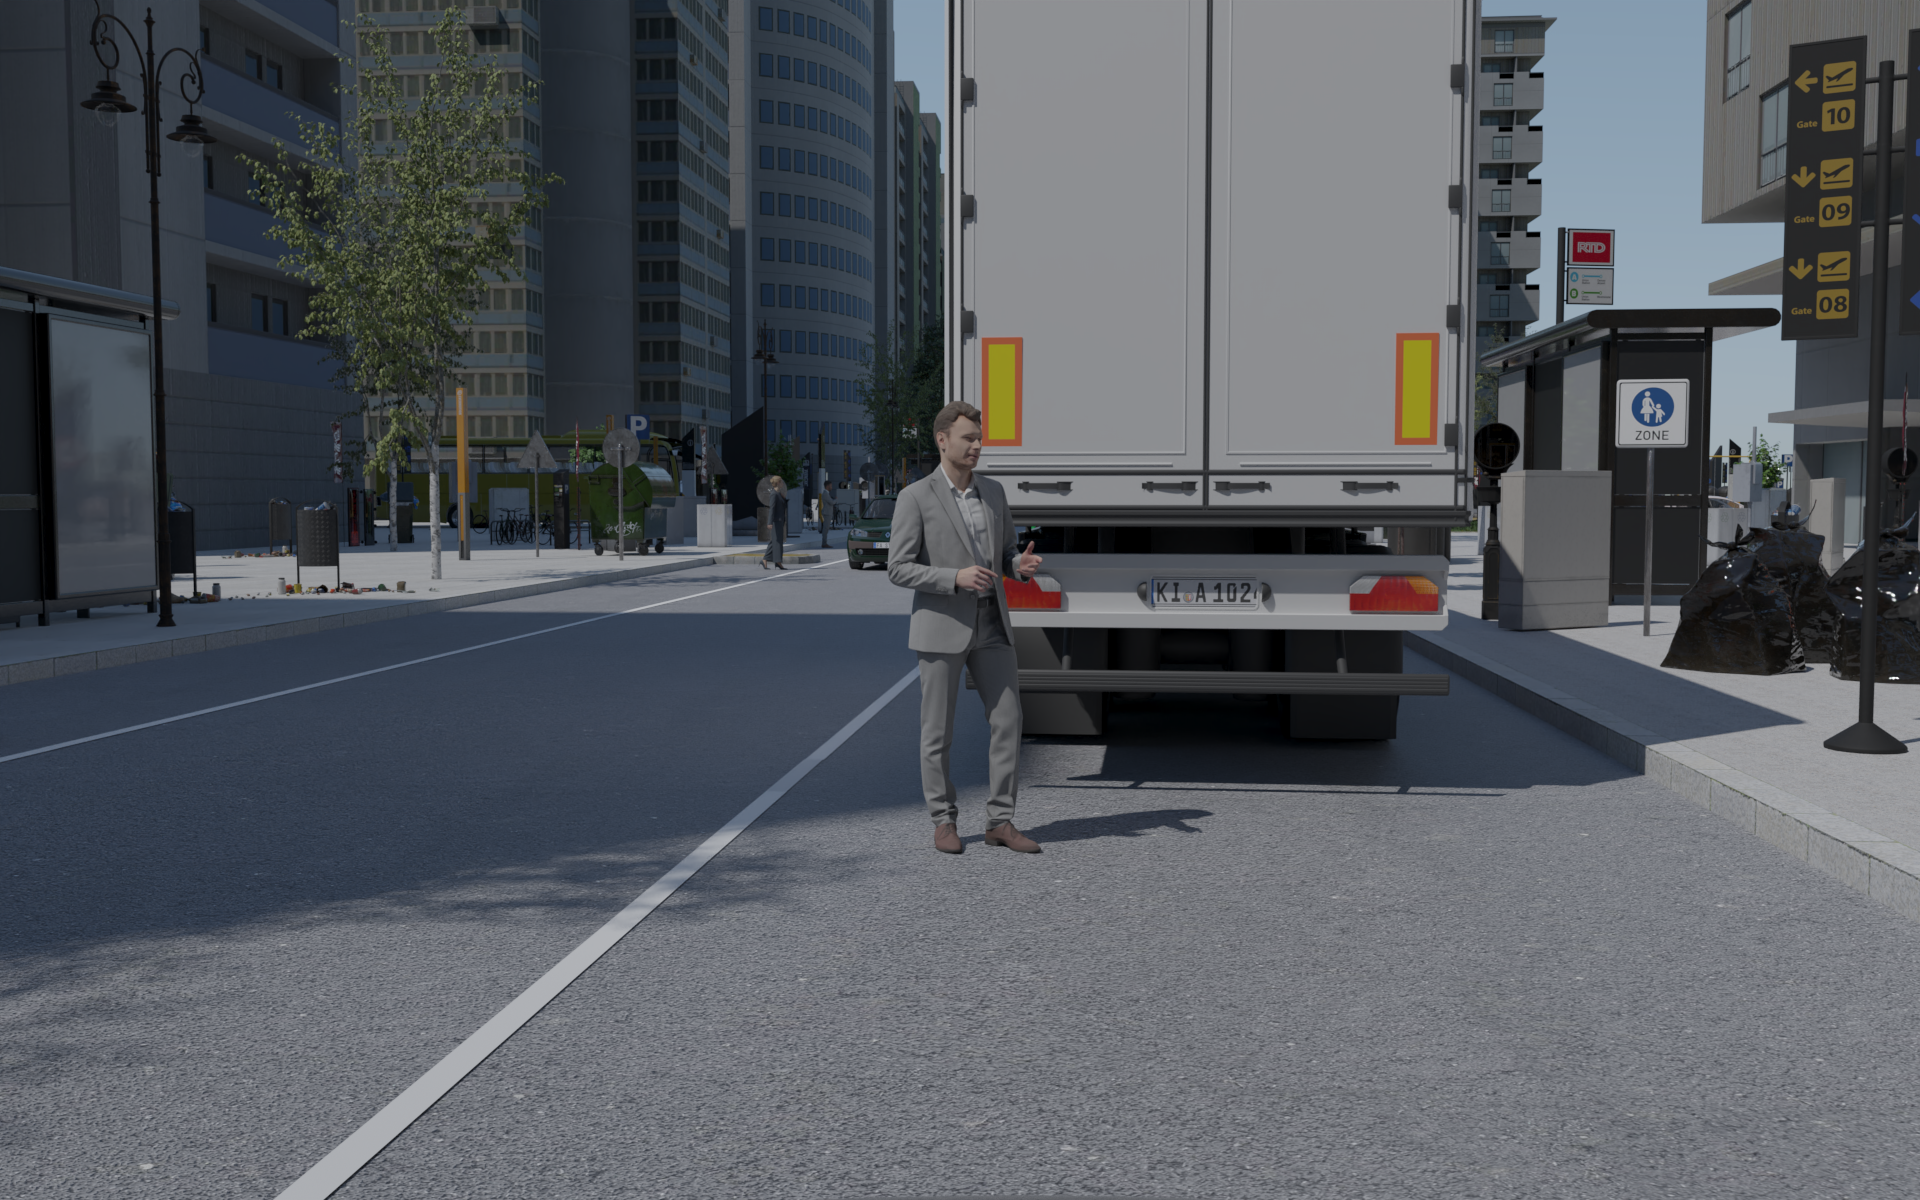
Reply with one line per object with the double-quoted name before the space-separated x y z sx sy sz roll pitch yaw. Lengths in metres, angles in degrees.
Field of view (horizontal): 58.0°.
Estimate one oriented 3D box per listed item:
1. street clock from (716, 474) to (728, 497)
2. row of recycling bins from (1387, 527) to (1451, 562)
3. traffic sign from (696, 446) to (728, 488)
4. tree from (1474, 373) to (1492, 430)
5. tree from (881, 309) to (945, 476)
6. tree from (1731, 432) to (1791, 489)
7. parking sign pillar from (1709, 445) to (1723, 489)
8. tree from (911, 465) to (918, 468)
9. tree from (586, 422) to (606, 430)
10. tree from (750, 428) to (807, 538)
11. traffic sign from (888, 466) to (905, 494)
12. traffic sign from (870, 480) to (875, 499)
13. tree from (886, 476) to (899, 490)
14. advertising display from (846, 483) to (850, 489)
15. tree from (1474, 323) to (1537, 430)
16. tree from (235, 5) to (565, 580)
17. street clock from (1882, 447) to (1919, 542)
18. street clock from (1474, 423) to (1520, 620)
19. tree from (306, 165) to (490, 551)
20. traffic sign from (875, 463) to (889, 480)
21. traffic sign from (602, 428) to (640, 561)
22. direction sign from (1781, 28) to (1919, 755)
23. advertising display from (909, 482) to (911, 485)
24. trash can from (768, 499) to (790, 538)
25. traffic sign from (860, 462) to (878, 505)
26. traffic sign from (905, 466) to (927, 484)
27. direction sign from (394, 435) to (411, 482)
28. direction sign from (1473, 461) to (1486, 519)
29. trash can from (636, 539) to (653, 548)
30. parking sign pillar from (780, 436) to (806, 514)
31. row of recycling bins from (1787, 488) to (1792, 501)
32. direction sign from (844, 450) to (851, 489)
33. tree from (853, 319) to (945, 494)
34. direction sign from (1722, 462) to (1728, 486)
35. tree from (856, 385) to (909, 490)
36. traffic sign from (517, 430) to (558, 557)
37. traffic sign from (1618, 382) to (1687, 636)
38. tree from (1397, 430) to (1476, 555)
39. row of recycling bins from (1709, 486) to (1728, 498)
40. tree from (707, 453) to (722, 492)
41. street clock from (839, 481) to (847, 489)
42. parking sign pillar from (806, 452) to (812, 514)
"street clock" -7.103 -2.881 51.672 0.358 2.002 0.471 -2 4 -25
"row of recycling bins" 8.677 -1.553 32.508 1.069 1.692 3.534 1 4 21
"traffic sign" -6.656 -2.845 46.514 0.884 2.594 0.081 0 4 6
"tree" 25.864 -8.627 91.415 4.737 8.622 4.395 0 3 0
"tree" -0.219 -11.541 105.705 9.611 12.733 9.660 0 3 0
"tree" 25.186 -3.676 54.705 1.663 3.219 1.824 0 3 0
"parking sign pillar" 41.509 -6.544 95.462 1.447 3.967 1.447 -3 5 -44
"tree" -2.697 -9.775 143.531 4.285 4.588 4.351 0 3 0
"tree" -16.338 -5.848 79.326 4.285 4.588 4.351 0 3 0
"tree" -5.368 -3.454 51.078 1.663 3.219 1.824 0 3 0
"traffic sign" -2.979 -4.904 80.178 0.884 2.594 0.081 1 4 11
"traffic sign" -3.970 -4.949 81.030 0.768 2.556 0.104 0 4 7
"tree" -5.087 -7.936 124.357 1.663 3.219 1.824 0 3 0
"advertising display" -6.507 -5.843 100.742 0.123 1.923 0.974 0 4 3
"tree" 23.938 -7.627 75.068 4.360 8.622 3.978 0 3 0
"tree" -8.119 -4.612 25.772 4.737 8.622 4.395 0 3 0
"street clock" 14.546 -1.363 26.859 0.471 2.002 0.358 0 4 5
"street clock" 5.442 -0.801 17.670 0.471 2.002 0.358 1 4 11
"tree" -12.735 -5.414 38.885 4.360 8.622 3.978 0 3 0
"traffic sign" -3.307 -4.349 71.219 0.768 2.556 0.104 1 4 10
"traffic sign" -6.527 -2.031 33.308 0.768 2.556 0.104 1 4 12
"direction sign" 4.549 -1.015 8.599 0.876 3.537 0.379 2 4 33
"advertising display" -1.860 -4.504 78.853 0.974 1.923 0.123 1 4 18
"trash can" -5.092 -2.234 48.185 0.748 1.137 0.748 0 3 0
"traffic sign" -3.650 -4.238 69.394 0.768 2.556 0.104 1 4 8
"traffic sign" -1.559 -3.528 61.329 0.795 2.450 0.064 0 4 5
"direction sign" -20.497 -4.385 63.699 0.379 3.537 0.876 2 4 25
"direction sign" 23.856 -5.365 79.709 0.379 3.537 0.876 -2 4 -27
"trash can" -7.682 -1.830 41.570 0.748 1.137 0.748 0 3 0
"parking sign pillar" -8.043 -5.606 80.123 1.447 3.967 1.447 0 4 -2
"row of recycling bins" 50.071 -5.775 101.535 3.534 1.692 1.069 -1 4 -17
"direction sign" -5.828 -5.961 89.451 0.379 3.537 0.876 1 4 18
"tree" -2.727 -7.559 73.945 4.737 8.622 4.395 0 3 0
"direction sign" 54.786 -8.081 124.124 0.876 3.537 0.379 -3 5 -45
"tree" -4.907 -10.156 116.419 4.360 8.622 3.978 0 3 0
"traffic sign" -8.572 -2.145 35.082 0.884 2.594 0.081 1 4 11
"traffic sign" 6.194 -0.821 15.560 0.606 2.300 0.079 1 4 12
"tree" 5.963 -1.720 22.723 1.663 3.219 1.824 0 3 0
"row of recycling bins" 37.771 -4.849 86.392 3.534 1.692 1.069 -1 4 -16
"tree" -10.830 -5.162 79.000 1.663 3.219 1.824 0 3 0
"street clock" -6.708 -5.795 99.310 0.471 2.002 0.358 -3 4 -38
"parking sign pillar" -10.088 -7.547 111.862 1.447 3.967 1.447 3 4 39
